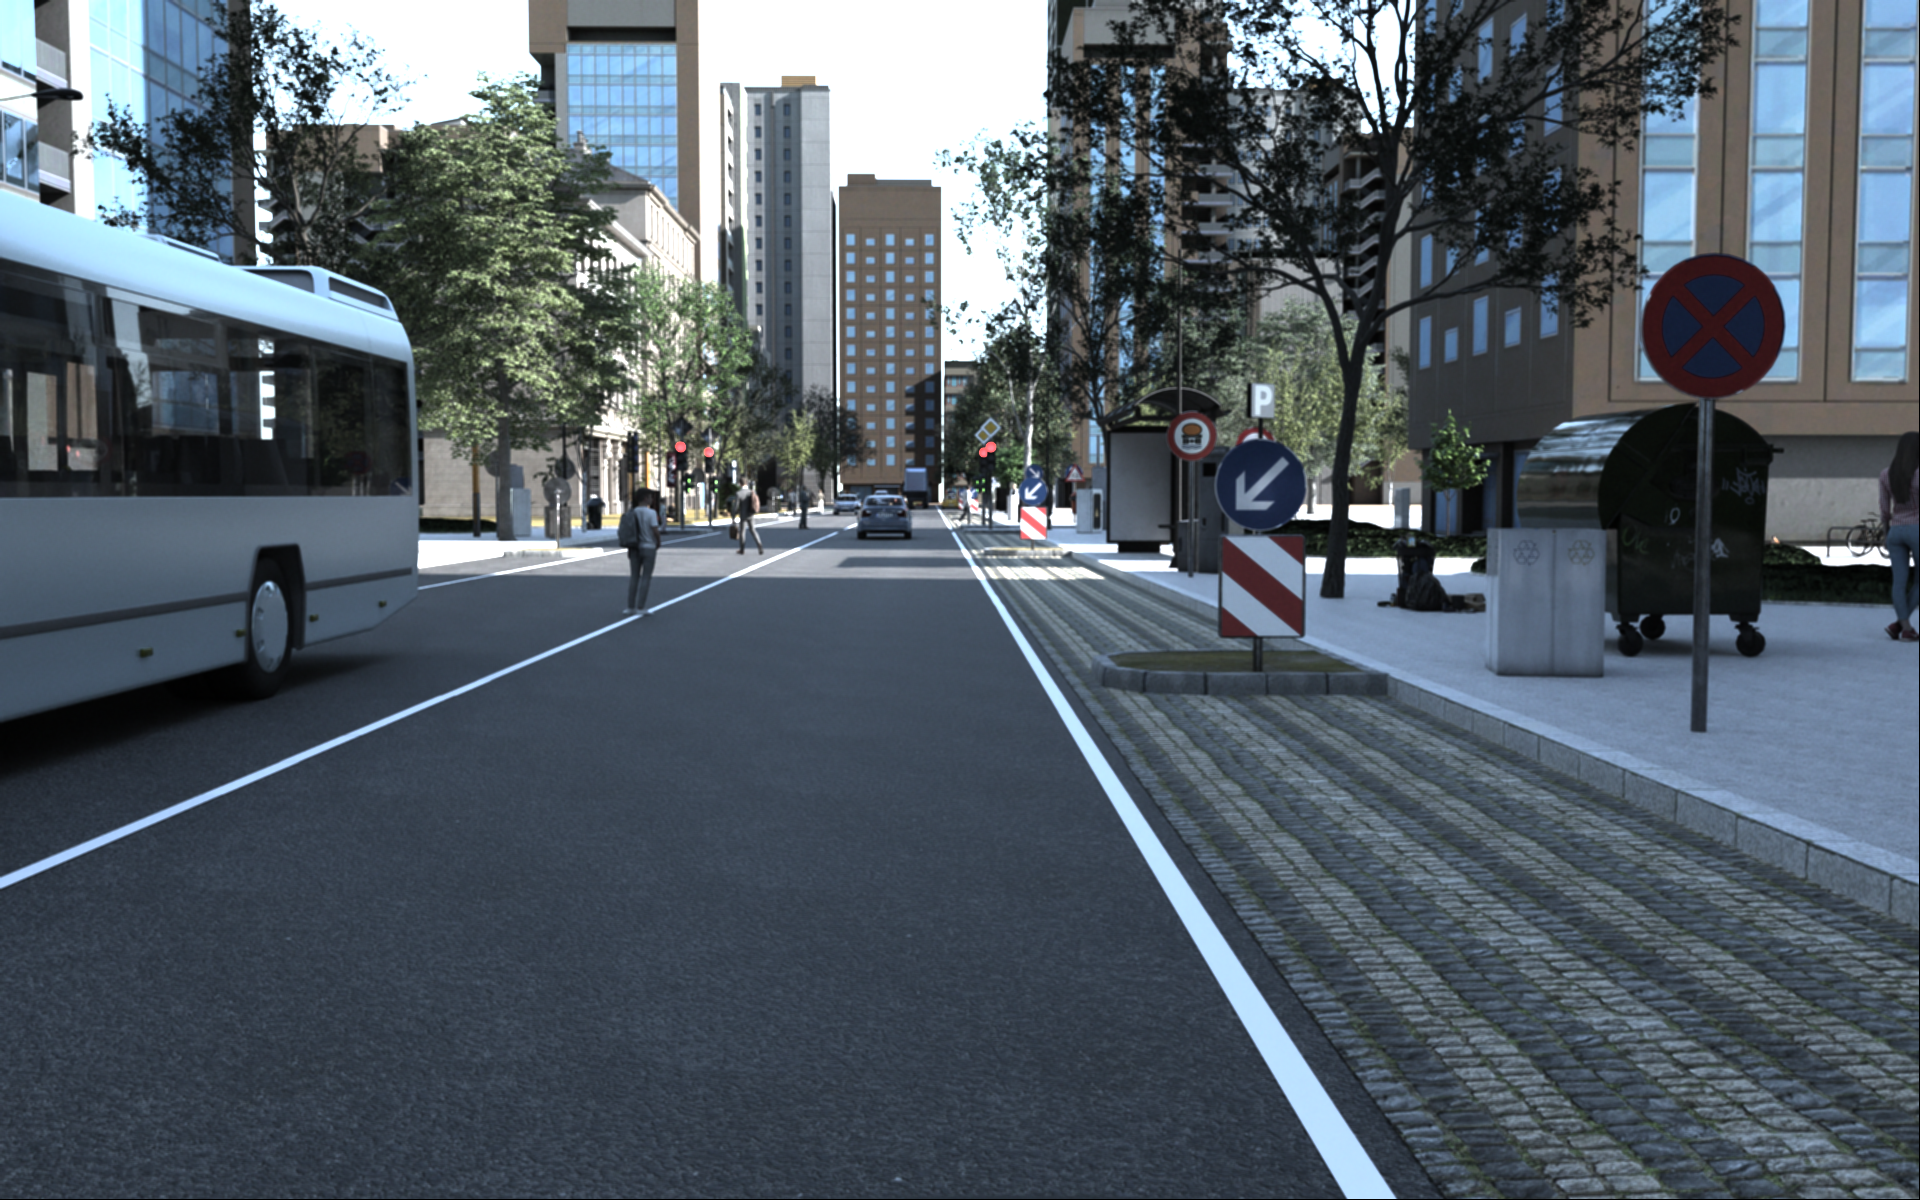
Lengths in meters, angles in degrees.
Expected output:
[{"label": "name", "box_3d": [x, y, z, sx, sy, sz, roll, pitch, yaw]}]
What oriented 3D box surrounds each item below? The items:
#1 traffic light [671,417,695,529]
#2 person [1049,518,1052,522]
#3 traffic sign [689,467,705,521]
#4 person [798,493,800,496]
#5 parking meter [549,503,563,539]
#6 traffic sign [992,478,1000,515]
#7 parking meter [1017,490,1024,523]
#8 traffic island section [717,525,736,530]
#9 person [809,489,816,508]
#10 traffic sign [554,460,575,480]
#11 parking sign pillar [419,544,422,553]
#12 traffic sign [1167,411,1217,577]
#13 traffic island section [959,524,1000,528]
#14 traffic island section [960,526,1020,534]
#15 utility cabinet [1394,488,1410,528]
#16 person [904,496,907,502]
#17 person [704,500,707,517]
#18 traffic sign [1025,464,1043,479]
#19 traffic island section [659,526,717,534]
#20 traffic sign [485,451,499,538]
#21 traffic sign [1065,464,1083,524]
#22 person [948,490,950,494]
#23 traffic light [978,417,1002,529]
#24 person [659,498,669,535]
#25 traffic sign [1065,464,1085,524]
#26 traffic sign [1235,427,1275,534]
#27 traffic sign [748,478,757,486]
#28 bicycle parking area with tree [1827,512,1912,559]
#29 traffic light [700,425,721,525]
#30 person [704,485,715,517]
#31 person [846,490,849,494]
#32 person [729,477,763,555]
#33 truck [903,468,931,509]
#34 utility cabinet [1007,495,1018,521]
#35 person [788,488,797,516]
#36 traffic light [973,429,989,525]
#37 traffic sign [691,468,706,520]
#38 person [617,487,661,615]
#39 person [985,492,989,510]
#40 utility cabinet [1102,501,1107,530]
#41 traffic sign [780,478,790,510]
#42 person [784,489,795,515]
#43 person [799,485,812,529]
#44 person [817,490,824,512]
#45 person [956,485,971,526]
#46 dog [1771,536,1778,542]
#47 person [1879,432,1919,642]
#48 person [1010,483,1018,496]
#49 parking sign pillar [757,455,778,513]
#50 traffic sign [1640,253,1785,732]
[{"label": "traffic light", "box_3d": [-10.063, -4.520, 62.817, 0.839, 4.253, 0.868, 0, 4, -1]}, {"label": "person", "box_3d": [3.691, -4.197, 74.891, 0.641, 1.798, 0.478, 3, 5, 44]}, {"label": "traffic sign", "box_3d": [-12.630, -5.062, 82.771, 0.884, 2.594, 0.081, 0, 4, 1]}, {"label": "person", "box_3d": [-15.167, -9.795, 166.207, 1.348, 1.822, 0.705, -3, 5, -41]}, {"label": "parking meter", "box_3d": [-11.659, -2.544, 49.999, 0.372, 1.533, 0.369, 0, 3, 0]}, {"label": "traffic sign", "box_3d": [2.116, -6.300, 105.142, 0.606, 2.300, 0.079, 0, 4, 5]}, {"label": "parking meter", "box_3d": [2.724, -4.189, 76.898, 0.372, 1.533, 0.369, 0, 3, 0]}, {"label": "traffic island section", "box_3d": [-10.246, -2.976, 70.935, 2.009, 0.180, 2.903, 0, 4, -1]}, {"label": "person", "box_3d": [-13.846, -9.402, 160.319, 0.990, 1.755, 0.434, 0, 4, 1]}, {"label": "traffic sign", "box_3d": [-14.121, -3.779, 61.895, 0.768, 2.556, 0.104, 0, 4, 2]}, {"label": "parking sign pillar", "box_3d": [-12.473, -3.003, 37.579, 1.447, 3.967, 1.447, 0, 4, -4]}, {"label": "traffic sign", "box_3d": [3.562, -1.624, 26.662, 0.768, 2.556, 0.104, 0, 4, 6]}, {"label": "traffic island section", "box_3d": [0.994, -2.988, 71.130, 2.009, 0.180, 2.903, 0, 4, -1]}, {"label": "traffic island section", "box_3d": [1.137, -2.499, 63.147, 2.009, 0.180, 2.903, 0, 4, -1]}, {"label": "utility cabinet", "box_3d": [15.900, -3.284, 62.376, 0.318, 1.500, 1.173, 0, 4, 1]}, {"label": "person", "box_3d": [-4.446, -7.767, 139.732, 0.306, 1.304, 0.590, 0, 4, -3]}, {"label": "person", "box_3d": [-14.399, -5.357, 98.320, 0.332, 1.250, 0.352, 0, 4, -1]}, {"label": "traffic sign", "box_3d": [3.173, -4.510, 73.851, 0.768, 2.556, 0.104, 0, 4, 4]}, {"label": "traffic island section", "box_3d": [-10.103, -2.487, 62.951, 2.009, 0.180, 2.903, 0, 4, -1]}, {"label": "traffic sign", "box_3d": [-13.544, -3.094, 50.692, 0.768, 2.556, 0.104, 0, 4, 6]}, {"label": "traffic sign", "box_3d": [4.895, -4.545, 74.423, 0.768, 2.556, 0.104, 0, 4, 6]}, {"label": "person", "box_3d": [-1.157, -11.045, 188.722, 1.348, 1.869, 0.705, -2, 4, -24]}, {"label": "traffic light", "box_3d": [1.097, -4.533, 63.032, 0.839, 4.253, 0.868, 0, 4, -1]}, {"label": "person", "box_3d": [-10.393, -2.939, 60.831, 0.394, 1.301, 0.425, -2, 4, -25]}, {"label": "traffic sign", "box_3d": [4.902, -4.513, 73.786, 0.884, 2.594, 0.081, 0, 4, 7]}, {"label": "traffic sign", "box_3d": [5.608, -2.005, 32.888, 0.768, 2.556, 0.104, 1, 4, 9]}, {"label": "traffic sign", "box_3d": [-14.832, -7.630, 124.481, 0.795, 2.593, 0.064, 0, 3, 0]}, {"label": "bicycle parking area with tree", "box_3d": [21.848, -2.833, 33.330, 8.231, 4.147, 9.016, 0, 4, -1]}, {"label": "traffic light", "box_3d": [-10.205, -5.008, 70.801, 0.839, 4.253, 0.868, 0, 4, -1]}, {"label": "person", "box_3d": [-14.099, -5.576, 97.488, 0.678, 1.792, 0.850, 0, 4, 2]}, {"label": "person", "box_3d": [-10.699, -9.605, 165.548, 0.705, 1.822, 1.348, 2, 4, 33]}, {"label": "person", "box_3d": [-5.064, -1.993, 41.052, 0.622, 1.834, 0.822, -3, 5, -40]}, {"label": "truck", "box_3d": [-4.565, -11.146, 171.991, 2.967, 4.110, 18.799, 0, 4, 1]}, {"label": "utility cabinet", "box_3d": [2.639, -4.399, 83.086, 0.306, 1.237, 1.020, 2, 4, 35]}, {"label": "person", "box_3d": [-11.144, -6.532, 115.150, 0.661, 1.843, 0.795, 1, 4, 16]}, {"label": "traffic light", "box_3d": [0.954, -5.021, 71.016, 0.839, 4.253, 0.868, 0, 4, -1]}, {"label": "traffic sign", "box_3d": [-12.920, -5.217, 85.411, 0.768, 2.556, 0.104, 0, 4, 8]}, {"label": "person", "box_3d": [-3.792, -0.573, 20.468, 0.503, 1.515, 0.523, -1, 4, -12]}, {"label": "person", "box_3d": [2.287, -8.406, 143.908, 0.576, 1.772, 0.534, 1, 4, 15]}, {"label": "utility cabinet", "box_3d": [5.488, -3.117, 62.121, 1.020, 1.237, 0.306, -1, 4, -10]}, {"label": "traffic sign", "box_3d": [-14.114, -8.545, 139.714, 0.884, 2.594, 0.081, 0, 4, 7]}, {"label": "person", "box_3d": [-11.426, -6.584, 116.428, 0.850, 1.792, 0.678, 0, 4, -3]}, {"label": "person", "box_3d": [-6.315, -3.807, 70.919, 0.590, 1.801, 0.661, -1, 4, -15]}, {"label": "person", "box_3d": [-10.427, -7.348, 129.182, 0.519, 1.759, 0.362, -1, 4, -17]}, {"label": "person", "box_3d": [0.237, -4.202, 77.050, 0.795, 1.843, 0.661, -1, 4, -23]}, {"label": "dog", "box_3d": [17.227, -1.134, 36.269, 0.748, 0.427, 0.550, 1, 4, 10]}, {"label": "person", "box_3d": [8.296, -0.552, 15.081, 0.388, 1.821, 0.555, -3, 5, -42]}, {"label": "person", "box_3d": [2.846, -5.209, 91.092, 0.514, 1.842, 0.818, 0, 4, -6]}, {"label": "parking sign pillar", "box_3d": [-13.168, -7.933, 118.183, 1.447, 3.967, 1.447, 0, 4, 0]}, {"label": "traffic sign", "box_3d": [3.993, -0.561, 9.286, 0.768, 2.556, 0.104, 0, 4, 0]}]
